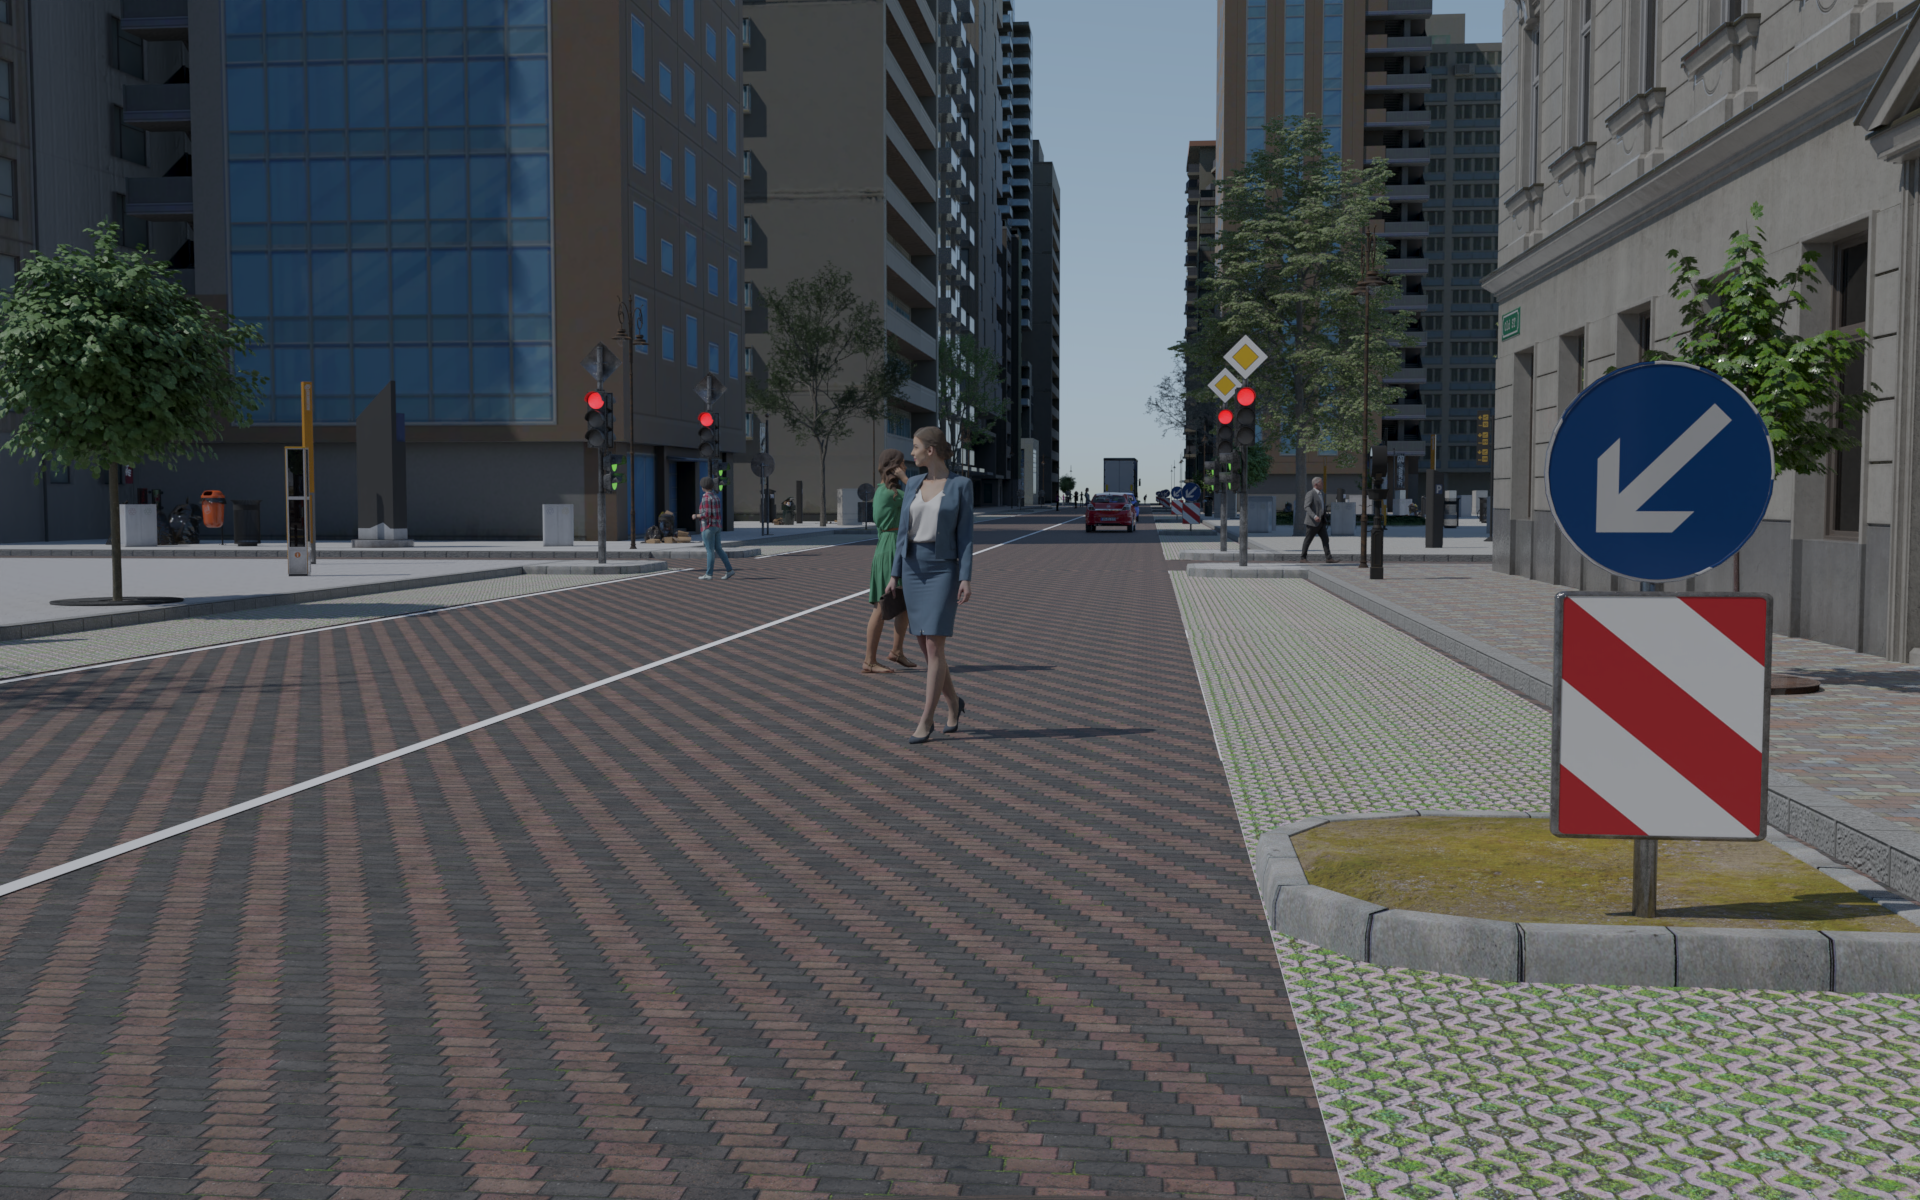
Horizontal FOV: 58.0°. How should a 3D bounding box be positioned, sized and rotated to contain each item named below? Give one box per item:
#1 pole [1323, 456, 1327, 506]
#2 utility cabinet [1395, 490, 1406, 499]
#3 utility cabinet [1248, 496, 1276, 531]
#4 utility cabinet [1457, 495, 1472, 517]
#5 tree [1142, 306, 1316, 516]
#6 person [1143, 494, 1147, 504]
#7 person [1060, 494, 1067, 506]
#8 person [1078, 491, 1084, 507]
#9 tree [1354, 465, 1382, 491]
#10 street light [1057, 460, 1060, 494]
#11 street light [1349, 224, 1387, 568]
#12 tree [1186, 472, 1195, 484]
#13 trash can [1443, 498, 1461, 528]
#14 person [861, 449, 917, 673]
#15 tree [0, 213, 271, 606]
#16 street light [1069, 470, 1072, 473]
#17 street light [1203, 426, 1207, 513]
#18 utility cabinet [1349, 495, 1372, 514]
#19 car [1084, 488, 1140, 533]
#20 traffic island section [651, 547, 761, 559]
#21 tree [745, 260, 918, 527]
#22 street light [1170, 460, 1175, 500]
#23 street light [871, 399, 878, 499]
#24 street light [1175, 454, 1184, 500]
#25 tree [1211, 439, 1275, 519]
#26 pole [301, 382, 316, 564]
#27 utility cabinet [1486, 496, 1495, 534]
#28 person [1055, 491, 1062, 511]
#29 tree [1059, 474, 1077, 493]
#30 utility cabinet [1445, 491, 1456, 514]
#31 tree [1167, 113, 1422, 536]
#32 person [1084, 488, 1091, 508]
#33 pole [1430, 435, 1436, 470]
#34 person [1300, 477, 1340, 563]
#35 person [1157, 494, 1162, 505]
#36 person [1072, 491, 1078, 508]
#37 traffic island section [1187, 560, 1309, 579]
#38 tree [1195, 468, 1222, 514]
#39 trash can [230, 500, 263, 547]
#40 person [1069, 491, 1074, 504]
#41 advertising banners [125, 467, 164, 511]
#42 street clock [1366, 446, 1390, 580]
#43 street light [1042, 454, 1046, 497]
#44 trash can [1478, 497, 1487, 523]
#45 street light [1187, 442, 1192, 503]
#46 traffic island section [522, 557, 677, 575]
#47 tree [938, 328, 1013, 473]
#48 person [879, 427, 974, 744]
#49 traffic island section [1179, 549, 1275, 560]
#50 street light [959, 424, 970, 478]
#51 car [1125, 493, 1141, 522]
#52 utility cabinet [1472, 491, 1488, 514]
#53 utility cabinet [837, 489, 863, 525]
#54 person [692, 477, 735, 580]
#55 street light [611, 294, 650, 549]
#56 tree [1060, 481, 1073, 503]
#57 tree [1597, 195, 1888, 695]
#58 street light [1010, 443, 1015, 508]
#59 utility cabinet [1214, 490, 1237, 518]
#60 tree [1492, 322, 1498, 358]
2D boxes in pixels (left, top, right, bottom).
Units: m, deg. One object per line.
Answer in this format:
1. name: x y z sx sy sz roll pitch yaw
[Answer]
1. pole: 19.777 -6.118 93.874 0.158 3.312 0.155 0 3 0
2. utility cabinet: 25.071 -5.507 98.716 0.318 1.500 1.173 2 4 29
3. utility cabinet: 10.597 -3.040 60.864 1.020 1.237 0.306 3 5 40
4. utility cabinet: 27.869 -5.172 95.726 1.020 1.237 0.306 -3 5 -39
5. tree: 16.096 -11.742 102.357 12.009 13.543 11.850 0 3 0
6. person: 25.630 -13.928 239.458 0.421 1.427 0.697 -1 4 -22
7. person: 11.986 -11.503 199.798 0.991 1.433 0.599 -2 4 -32
8. person: 13.286 -11.026 189.501 1.217 1.735 0.721 -1 4 -13
9. tree: 21.798 -5.899 91.044 1.663 3.219 1.824 0 3 0
10. street light: 13.417 -16.119 236.326 0.468 5.910 1.993 0 4 6
11. street light: 7.027 -3.498 29.986 0.468 5.910 1.993 0 4 6
12. tree: 17.439 -8.144 127.755 1.663 3.219 1.824 0 3 0
13. trash can: 18.399 -3.260 64.960 0.748 1.137 0.748 0 3 0
14. person: -0.565 -0.319 13.957 0.529 1.795 0.600 -2 4 -26
15. tree: -10.052 -2.242 20.365 4.285 4.588 4.351 0 3 0
16. street light: 17.494 -18.369 273.119 0.468 5.910 1.993 0 4 6
17. street light: 16.303 -8.726 115.457 0.468 5.910 1.993 0 4 6
18. utility cabinet: 18.229 -4.138 78.813 1.020 1.237 0.306 1 4 13
19. car: 5.778 -3.489 66.083 2.155 1.783 4.494 0 4 8
20. traffic island section: -5.766 -1.080 39.933 2.009 0.180 2.903 0 4 6
21. tree: -5.192 -8.182 68.185 8.767 10.594 7.601 2 4 32
22. street light: 28.997 -15.997 234.331 0.468 5.910 1.993 0 4 6
23. street light: -3.819 -6.366 76.877 0.468 5.910 1.993 0 4 6
24. street light: 25.136 -13.752 197.625 0.468 5.910 1.993 0 4 6
25. tree: 14.641 -6.483 89.710 4.285 4.588 4.351 0 3 0
26. pole: -11.870 -2.307 31.557 0.158 3.312 0.155 0 3 0
27. utility cabinet: 17.633 -2.768 56.416 1.020 1.237 0.306 -2 4 -25
28. person: 8.389 -8.465 147.586 0.721 1.739 1.217 -2 4 -25
29. tree: 16.463 -17.400 268.202 4.285 4.588 4.351 0 3 0
30. utility cabinet: 31.058 -6.178 109.693 0.318 1.500 1.173 3 4 36
31. tree: 10.148 -8.231 52.706 7.486 12.596 7.792 0 3 0
32. person: 7.059 -5.251 94.622 0.573 1.790 0.520 -1 4 -21
33. pole: 16.223 -4.012 59.439 0.158 3.312 0.155 0 3 0
34. person: 7.343 -1.619 35.362 0.834 1.777 0.661 3 4 36
35. person: 25.137 -12.700 216.698 0.990 1.755 0.434 2 4 34
36. person: 11.507 -10.045 173.251 0.721 1.766 1.217 -2 4 -26
37. traffic island section: 5.049 -0.517 30.732 2.009 0.180 2.903 0 4 6
38. tree: 16.416 -7.169 111.811 1.663 3.219 1.824 0 3 0
39. trash can: -17.502 -1.888 42.519 0.748 1.137 0.748 0 3 0
40. person: 14.369 -13.306 226.051 1.348 1.824 0.705 1 4 12
41. advertising banners: -21.899 -3.072 46.410 0.090 3.025 2.074 0 4 2
42. street clock: 6.271 -1.311 26.010 0.358 2.002 0.471 0 4 8
43. street light: 9.633 -13.878 199.690 0.468 5.910 1.993 0 4 6
44. trash can: 23.235 -3.961 76.409 0.748 1.137 0.748 0 3 0
45. street light: 20.150 -10.966 152.086 0.468 5.910 1.993 0 4 6
46. traffic island section: -6.624 -0.594 31.994 2.009 0.180 2.903 0 4 6
47. tree: -0.580 -11.040 106.267 9.928 11.665 9.643 0 3 0
48. person: -0.119 -0.100 10.151 0.581 1.822 0.654 3 5 44
49. traffic island section: 5.907 -1.002 38.671 2.009 0.180 2.903 0 4 6
50. street light: 0.175 -8.606 113.490 0.468 5.910 1.993 0 4 6
51. car: 8.601 -5.021 91.683 1.945 1.707 3.694 0 4 4
52. utility cabinet: 32.320 -6.058 107.726 1.173 1.500 0.318 -3 4 -38
53. utility cabinet: -4.481 -3.774 70.377 0.318 1.500 1.173 3 5 40
54. person: -4.144 -1.206 29.052 0.643 1.720 0.563 1 4 17
55. street light: -7.625 -4.126 40.244 0.468 5.910 1.993 0 4 6
56. tree: 15.603 -16.069 257.333 1.663 3.219 1.824 0 3 0
57. tree: 5.146 -1.022 11.319 1.663 3.219 1.824 0 3 0
58. street light: 4.623 -11.086 154.038 0.468 5.910 1.993 0 4 6
59. utility cabinet: 14.191 -5.129 92.532 1.173 1.500 0.318 2 4 24
60. tree: 20.569 -6.746 60.655 4.737 8.622 4.395 0 3 0
